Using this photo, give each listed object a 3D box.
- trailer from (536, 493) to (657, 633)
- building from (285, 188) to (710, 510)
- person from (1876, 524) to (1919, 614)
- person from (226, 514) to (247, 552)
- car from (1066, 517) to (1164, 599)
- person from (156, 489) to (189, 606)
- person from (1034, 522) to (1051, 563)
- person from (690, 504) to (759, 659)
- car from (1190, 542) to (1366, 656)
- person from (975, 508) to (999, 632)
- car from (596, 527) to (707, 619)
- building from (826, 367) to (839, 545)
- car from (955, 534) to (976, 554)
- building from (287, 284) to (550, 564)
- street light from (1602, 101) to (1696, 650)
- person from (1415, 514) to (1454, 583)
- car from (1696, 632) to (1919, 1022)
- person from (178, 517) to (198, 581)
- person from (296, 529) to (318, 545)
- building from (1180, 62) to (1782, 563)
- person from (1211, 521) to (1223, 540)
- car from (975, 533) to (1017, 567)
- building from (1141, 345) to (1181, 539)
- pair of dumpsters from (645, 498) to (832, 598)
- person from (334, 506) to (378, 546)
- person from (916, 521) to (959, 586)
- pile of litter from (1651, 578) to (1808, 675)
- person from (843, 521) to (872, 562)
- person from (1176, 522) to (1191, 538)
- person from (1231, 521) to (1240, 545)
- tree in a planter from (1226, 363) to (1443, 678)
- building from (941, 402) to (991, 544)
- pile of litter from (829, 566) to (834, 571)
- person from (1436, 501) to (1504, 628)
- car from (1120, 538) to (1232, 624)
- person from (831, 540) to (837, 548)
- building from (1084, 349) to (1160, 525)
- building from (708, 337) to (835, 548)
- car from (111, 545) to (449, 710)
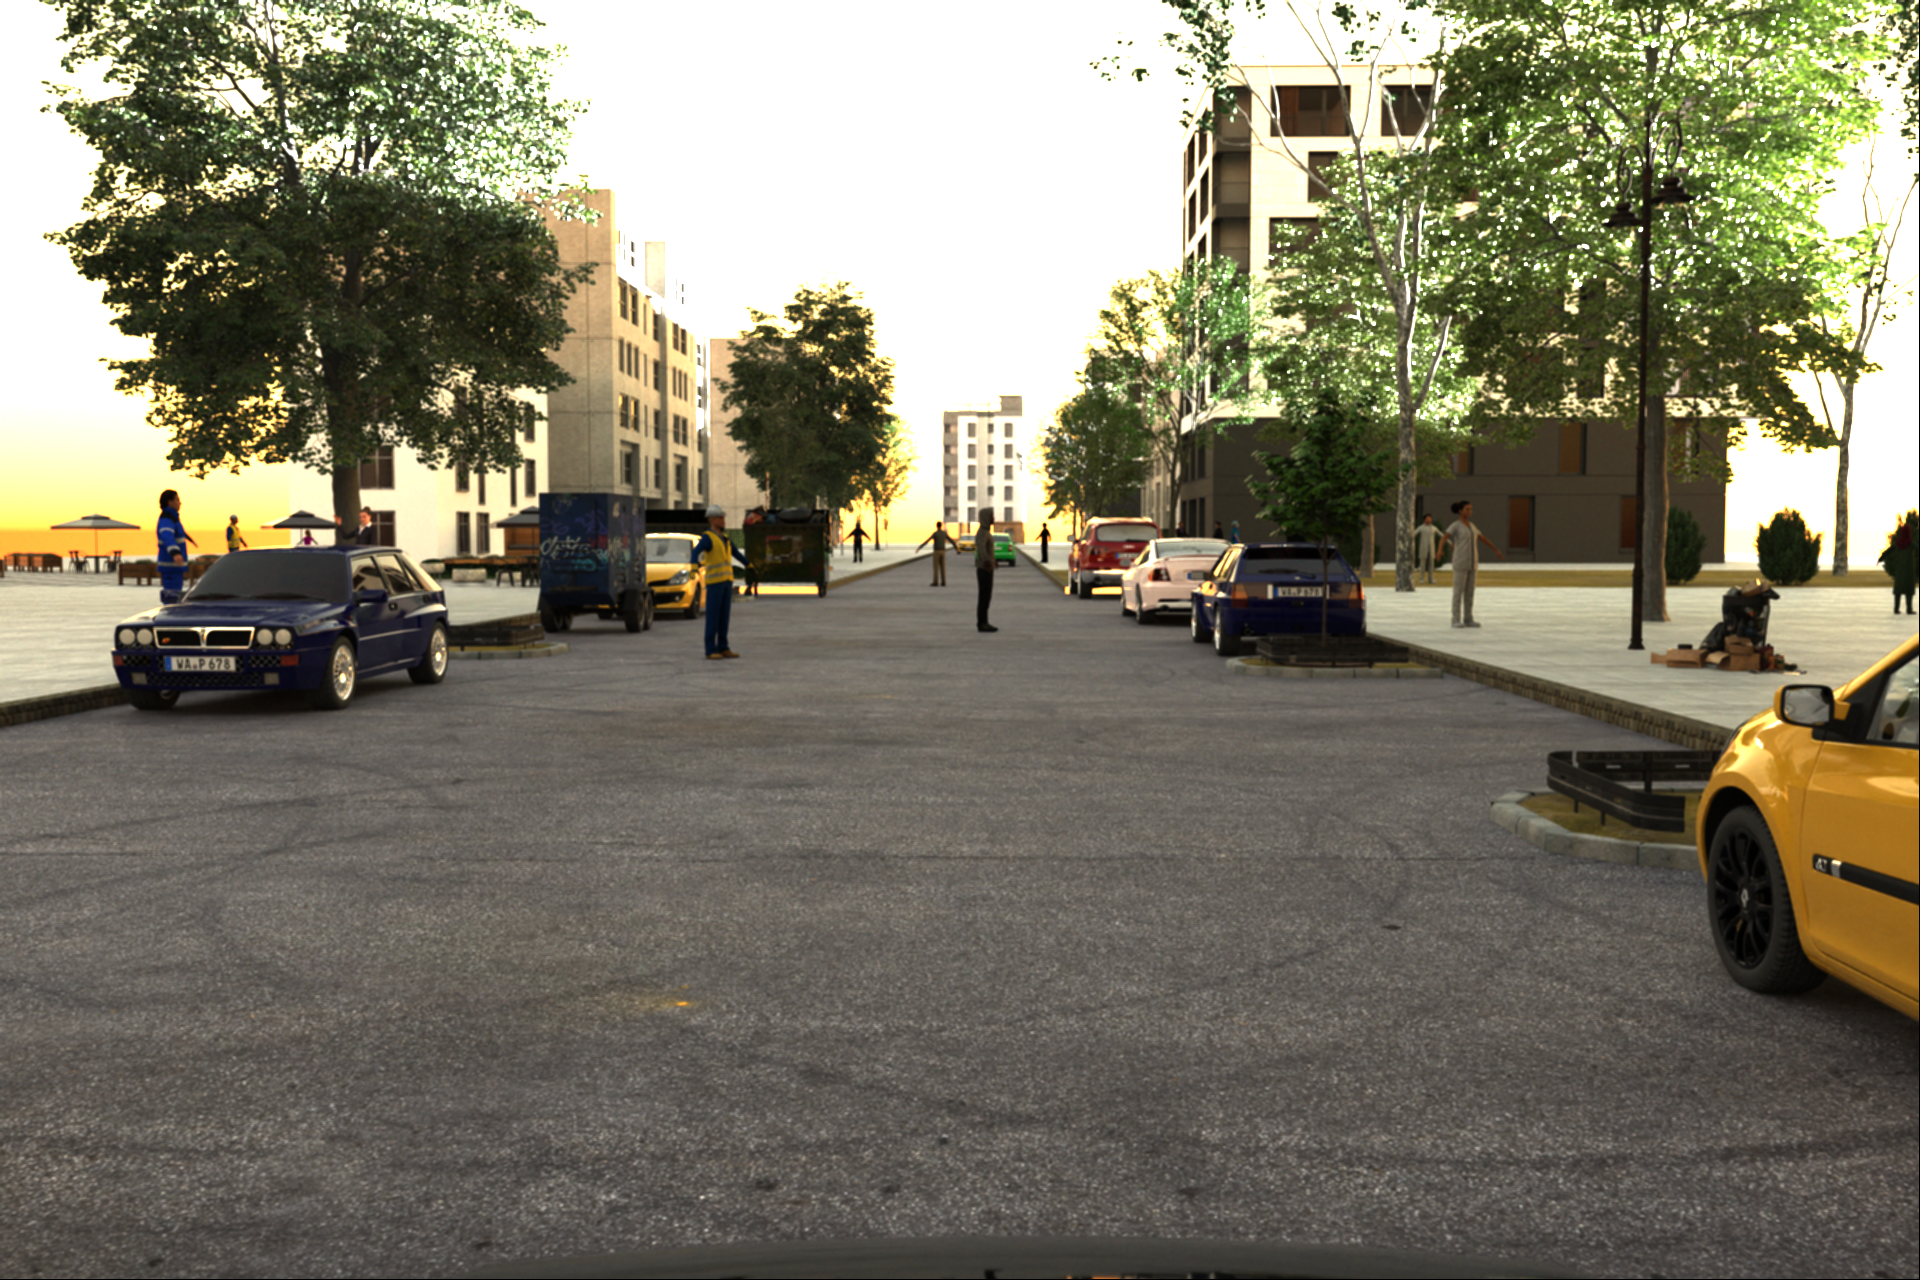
[{"bbox_3d":[-5.347,-1.085,24.781,1.471,1.999,3.904,0,4,1],"label":"trailer"},{"bbox_3d":[-25.994,-14.572,104.707,16.747,18.905,31.486,0,4,1],"label":"building"},{"bbox_3d":[15.233,-1.141,27.861,0.599,1.438,0.989,-3,4,-36],"label":"person"},{"bbox_3d":[-19.812,-2.531,47.354,0.705,1.833,1.349,0,4,-5],"label":"person"},{"bbox_3d":[3.630,-1.911,39.910,2.281,1.827,5.304,0,4,0],"label":"car"},{"bbox_3d":[-9.570,-0.925,21.107,0.704,1.831,1.345,-1,4,-22],"label":"person"},{"bbox_3d":[3.754,-4.358,77.434,0.705,1.806,1.347,2,4,35],"label":"person"},{"bbox_3d":[-2.727,-0.675,19.954,0.721,1.772,1.216,2,4,29],"label":"person"},{"bbox_3d":[3.908,-0.556,21.676,1.945,1.354,3.894,0,4,1],"label":"car"},{"bbox_3d":[0.403,-1.033,25.476,0.705,1.813,1.348,0,4,6],"label":"person"},{"bbox_3d":[-5.232,-1.233,30.384,2.015,1.641,3.980,0,4,1],"label":"car"},{"bbox_3d":[-19.795,-20.721,195.213,16.016,20.090,11.380,0,4,1],"label":"building"},{"bbox_3d":[0.637,-6.984,124.410,2.015,1.641,3.980,0,4,1],"label":"car"},{"bbox_3d":[-21.651,-7.971,72.481,9.099,9.664,28.070,0,4,2],"label":"building"},{"bbox_3d":[7.536,-2.834,19.118,0.468,5.910,1.993,0,4,1],"label":"street light"},{"bbox_3d":[12.140,-2.372,44.965,1.347,1.806,0.705,0,4,-3],"label":"person"},{"bbox_3d":[3.263,0.366,4.242,2.015,1.641,3.980,0,4,2],"label":"car"},{"bbox_3d":[-21.586,-2.548,47.795,1.346,1.812,0.704,2,4,26],"label":"person"},{"bbox_3d":[-21.515,-2.922,57.034,0.599,1.433,0.991,2,4,35],"label":"person"},{"bbox_3d":[25.431,-15.161,91.862,27.936,21.610,32.646,0,4,1],"label":"building"},{"bbox_3d":[11.069,-4.194,74.507,0.705,1.837,1.347,2,4,30],"label":"person"},{"bbox_3d":[1.573,-4.198,77.439,1.959,1.807,4.718,0,4,1],"label":"car"},{"bbox_3d":[27.569,-18.608,170.705,16.747,18.905,31.486,0,4,1],"label":"building"},{"bbox_3d":[-5.154,-2.106,39.387,4.436,2.255,1.574,0,4,1],"label":"pair of dumpsters"},{"bbox_3d":[-9.750,-1.290,27.934,0.742,1.727,0.445,0,4,-4],"label":"person"},{"bbox_3d":[-0.588,-2.389,47.792,1.348,1.796,0.705,-2,4,-30],"label":"person"},{"bbox_3d":[7.366,-0.164,16.642,1.176,0.858,1.719,0,4,1],"label":"pile of litter"},{"bbox_3d":[-4.617,-4.429,78.189,1.354,1.856,0.705,1,4,14],"label":"person"},{"bbox_3d":[9.527,-4.185,74.655,1.346,1.802,0.704,-3,4,-36],"label":"person"},{"bbox_3d":[11.320,-3.974,71.104,0.704,1.817,1.347,0,4,2],"label":"person"},{"bbox_3d":[3.836,-1.279,18.131,1.991,3.239,1.994,0,4,2],"label":"tree in a planter"},{"bbox_3d":[-2.177,-23.248,238.974,11.380,20.090,16.016,0,4,-2],"label":"building"},{"bbox_3d":[-5.005,-2.847,60.519,1.176,0.858,1.719,0,4,1],"label":"pile of litter"},{"bbox_3d":[6.988,-1.041,23.793,1.217,1.739,0.721,-2,4,-29],"label":"person"},{"bbox_3d":[3.749,-1.009,28.856,2.083,1.381,4.827,0,4,0],"label":"car"},{"bbox_3d":[-3.902,-2.451,45.929,1.347,1.847,0.705,-2,4,-32],"label":"person"},{"bbox_3d":[28.709,-22.250,207.768,27.936,21.610,32.646,0,4,1],"label":"building"},{"bbox_3d":[-22.551,-18.675,171.795,16.747,18.905,31.486,0,4,2],"label":"building"},{"bbox_3d":[-5.864,-0.169,15.340,1.945,1.354,3.894,0,4,1],"label":"car"}]
